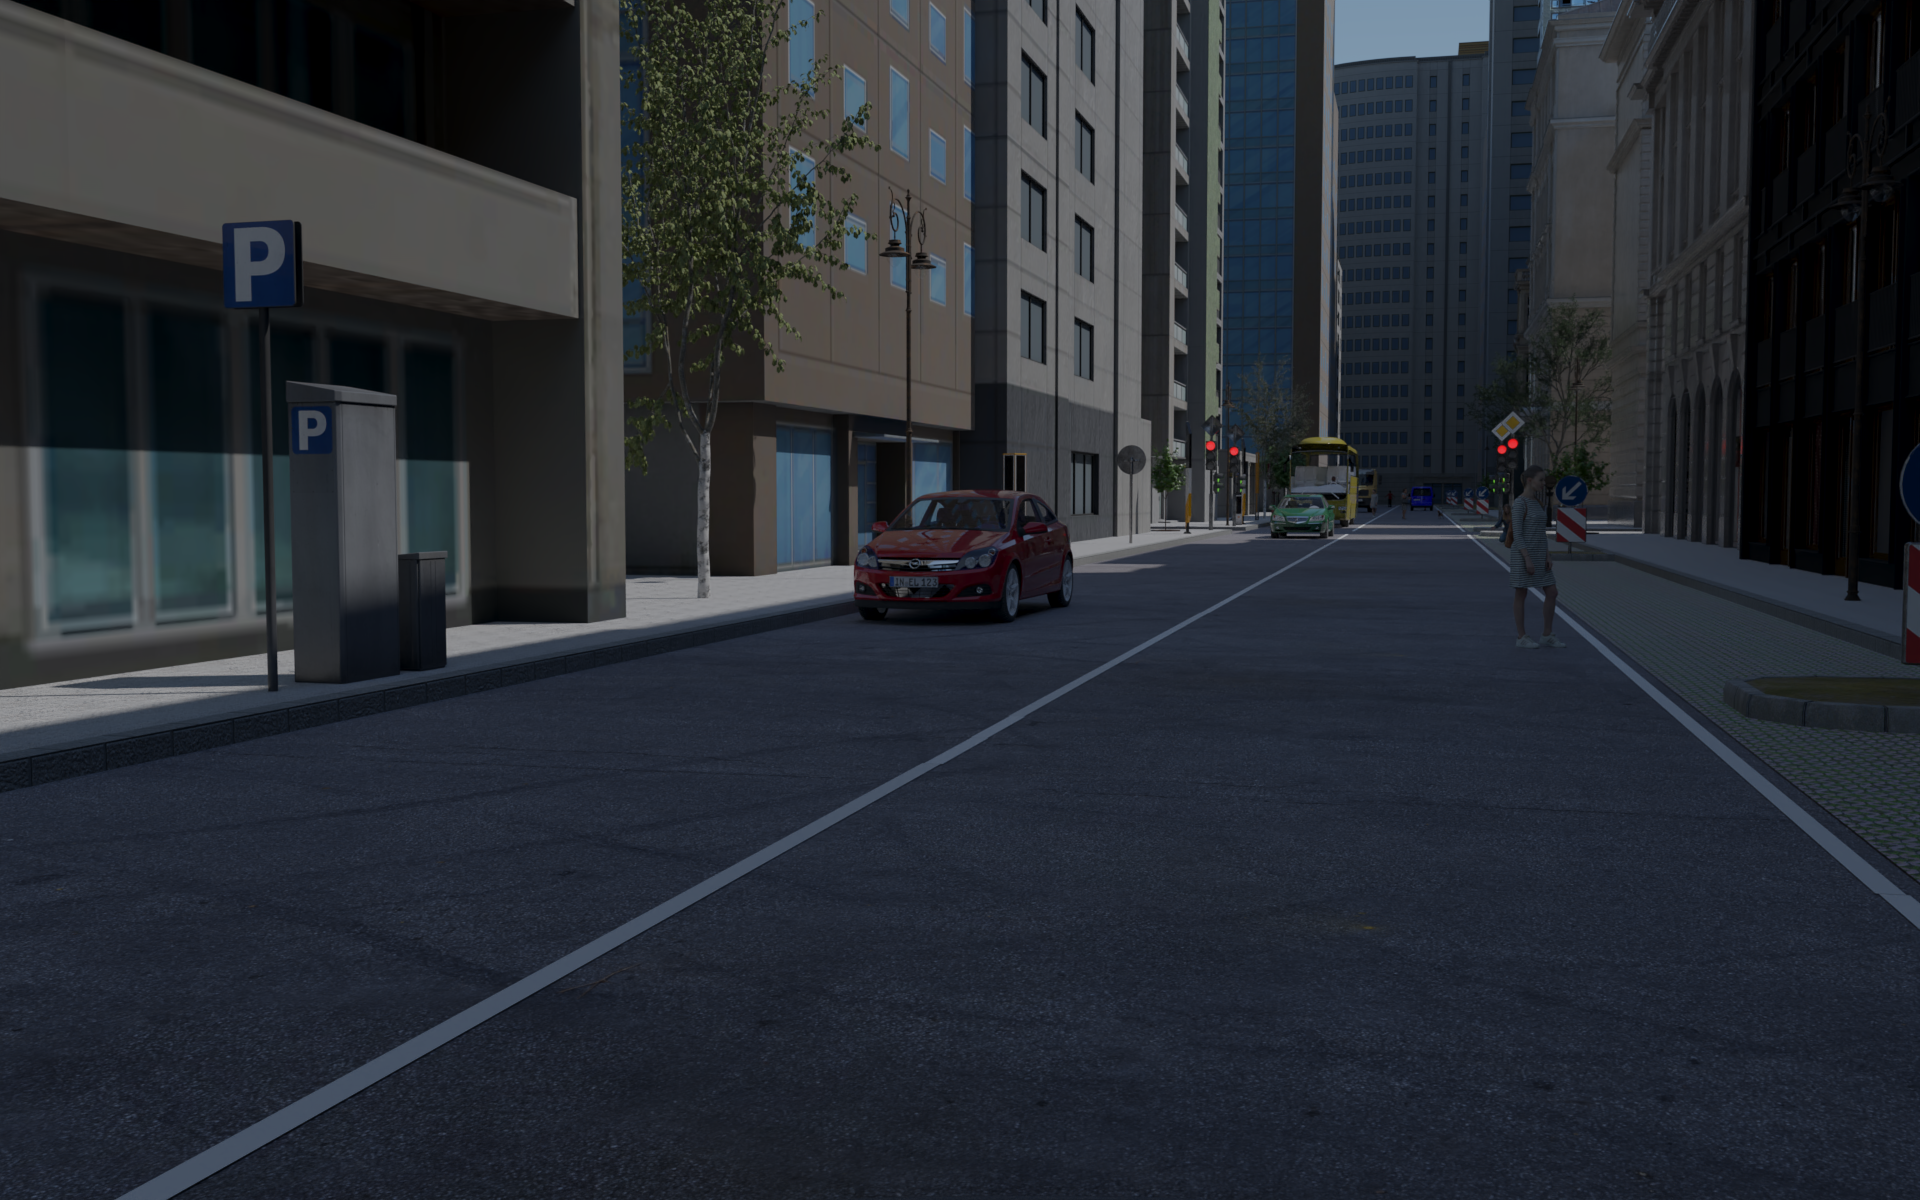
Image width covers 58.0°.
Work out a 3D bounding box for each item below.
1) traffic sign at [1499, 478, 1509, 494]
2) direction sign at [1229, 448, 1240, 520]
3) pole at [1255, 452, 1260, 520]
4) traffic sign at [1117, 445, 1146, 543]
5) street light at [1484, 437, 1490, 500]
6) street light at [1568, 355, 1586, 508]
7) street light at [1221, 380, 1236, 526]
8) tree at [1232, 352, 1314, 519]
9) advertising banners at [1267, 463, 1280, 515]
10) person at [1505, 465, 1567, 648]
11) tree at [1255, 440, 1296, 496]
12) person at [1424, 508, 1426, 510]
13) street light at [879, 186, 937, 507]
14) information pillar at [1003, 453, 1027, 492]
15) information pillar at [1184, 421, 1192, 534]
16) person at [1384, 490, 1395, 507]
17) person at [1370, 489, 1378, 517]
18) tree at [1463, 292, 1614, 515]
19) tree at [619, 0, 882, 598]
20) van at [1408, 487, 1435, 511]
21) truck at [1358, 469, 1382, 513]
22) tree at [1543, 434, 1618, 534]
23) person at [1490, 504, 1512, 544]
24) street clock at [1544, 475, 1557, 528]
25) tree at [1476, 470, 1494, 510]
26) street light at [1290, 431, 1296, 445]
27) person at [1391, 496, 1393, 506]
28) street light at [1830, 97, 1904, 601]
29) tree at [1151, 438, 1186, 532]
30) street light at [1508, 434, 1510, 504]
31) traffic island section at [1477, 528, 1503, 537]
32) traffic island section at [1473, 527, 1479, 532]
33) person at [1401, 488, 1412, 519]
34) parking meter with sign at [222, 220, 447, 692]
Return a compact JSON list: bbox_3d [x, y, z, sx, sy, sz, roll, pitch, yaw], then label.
[{"bbox_3d":[32.100,-6.200,102.552,0.795,2.450,0.064,1,4,20],"label":"traffic sign"},{"bbox_3d":[13.358,-5.660,84.536,0.876,3.537,0.379,-3,5,-42],"label":"direction sign"},{"bbox_3d":[14.543,-5.558,84.720,0.158,3.312,0.155,0,3,0],"label":"pole"},{"bbox_3d":[4.443,-2.745,44.991,0.768,2.556,0.104,1,4,17],"label":"traffic sign"},{"bbox_3d":[41.911,-10.095,137.846,0.468,5.910,1.993,1,4,15],"label":"street light"},{"bbox_3d":[20.563,-5.202,57.839,0.468,5.910,1.993,1,4,15],"label":"street light"},{"bbox_3d":[10.856,-5.952,70.099,0.468,5.910,1.993,1,4,15],"label":"street light"},{"bbox_3d":[16.167,-8.557,90.275,4.360,8.622,3.978,0,3,0],"label":"tree"},{"bbox_3d":[17.687,-6.210,97.723,0.090,3.025,2.074,-1,4,-9],"label":"advertising banners"},{"bbox_3d":[5.323,-0.406,16.148,0.512,1.701,0.522,-3,5,-42],"label":"person"},{"bbox_3d":[18.850,-7.146,100.547,4.285,4.588,4.351,0,3,0],"label":"tree"},{"bbox_3d":[40.533,-8.539,151.339,0.697,1.427,0.421,3,4,36],"label":"person"},{"bbox_3d":[-0.781,-3.279,26.398,0.468,5.910,1.993,1,4,15],"label":"street light"},{"bbox_3d":[0.992,-1.646,31.401,0.304,2.012,0.304,-3,5,-43],"label":"information pillar"},{"bbox_3d":[7.351,-3.937,55.723,0.183,3.616,0.504,0,4,-5],"label":"information pillar"},{"bbox_3d":[46.030,-10.829,185.498,1.348,1.831,0.705,-1,4,-12],"label":"person"},{"bbox_3d":[25.402,-5.935,106.286,0.466,1.731,0.760,0,4,6],"label":"person"},{"bbox_3d":[27.772,-8.961,80.918,8.767,10.594,7.601,0,4,-7],"label":"tree"},{"bbox_3d":[-3.104,-4.341,21.343,4.737,8.622,4.395,0,3,0],"label":"tree"},{"bbox_3d":[39.439,-8.777,147.893,2.240,2.365,5.245,1,4,15],"label":"van"},{"bbox_3d":[31.567,-8.617,136.805,3.469,3.379,9.791,1,4,14],"label":"truck"},{"bbox_3d":[19.932,-3.729,55.572,1.663,3.219,1.824,0,3,0],"label":"tree"},{"bbox_3d":[15.636,-2.148,49.113,1.012,1.151,0.738,2,4,29],"label":"person"},{"bbox_3d":[22.617,-3.785,66.461,0.471,2.002,0.358,0,4,6],"label":"street clock"},{"bbox_3d":[42.884,-8.961,141.115,1.663,3.219,1.824,0,3,0],"label":"tree"},{"bbox_3d":[20.548,-8.205,106.946,0.468,5.910,1.993,1,4,15],"label":"street light"},{"bbox_3d":[48.293,-11.163,194.275,1.065,1.426,0.557,-3,5,-40],"label":"person"},{"bbox_3d":[10.756,-2.930,20.693,0.468,5.910,1.993,1,4,15],"label":"street light"},{"bbox_3d":[7.121,-3.973,59.565,1.663,3.219,1.824,0,3,0],"label":"tree"},{"bbox_3d":[32.063,-7.844,101.041,0.468,5.910,1.993,1,4,15],"label":"street light"},{"bbox_3d":[18.723,-2.234,58.814,2.009,0.180,2.903,1,4,15],"label":"traffic island section"},{"bbox_3d":[20.773,-2.707,66.532,2.009,0.180,2.903,1,4,15],"label":"traffic island section"},{"bbox_3d":[25.312,-5.474,98.362,0.532,1.782,0.716,2,4,32],"label":"person"},{"bbox_3d":[-4.229,-0.961,11.967,0.543,3.016,1.738,1,4,17],"label":"parking meter with sign"}]
